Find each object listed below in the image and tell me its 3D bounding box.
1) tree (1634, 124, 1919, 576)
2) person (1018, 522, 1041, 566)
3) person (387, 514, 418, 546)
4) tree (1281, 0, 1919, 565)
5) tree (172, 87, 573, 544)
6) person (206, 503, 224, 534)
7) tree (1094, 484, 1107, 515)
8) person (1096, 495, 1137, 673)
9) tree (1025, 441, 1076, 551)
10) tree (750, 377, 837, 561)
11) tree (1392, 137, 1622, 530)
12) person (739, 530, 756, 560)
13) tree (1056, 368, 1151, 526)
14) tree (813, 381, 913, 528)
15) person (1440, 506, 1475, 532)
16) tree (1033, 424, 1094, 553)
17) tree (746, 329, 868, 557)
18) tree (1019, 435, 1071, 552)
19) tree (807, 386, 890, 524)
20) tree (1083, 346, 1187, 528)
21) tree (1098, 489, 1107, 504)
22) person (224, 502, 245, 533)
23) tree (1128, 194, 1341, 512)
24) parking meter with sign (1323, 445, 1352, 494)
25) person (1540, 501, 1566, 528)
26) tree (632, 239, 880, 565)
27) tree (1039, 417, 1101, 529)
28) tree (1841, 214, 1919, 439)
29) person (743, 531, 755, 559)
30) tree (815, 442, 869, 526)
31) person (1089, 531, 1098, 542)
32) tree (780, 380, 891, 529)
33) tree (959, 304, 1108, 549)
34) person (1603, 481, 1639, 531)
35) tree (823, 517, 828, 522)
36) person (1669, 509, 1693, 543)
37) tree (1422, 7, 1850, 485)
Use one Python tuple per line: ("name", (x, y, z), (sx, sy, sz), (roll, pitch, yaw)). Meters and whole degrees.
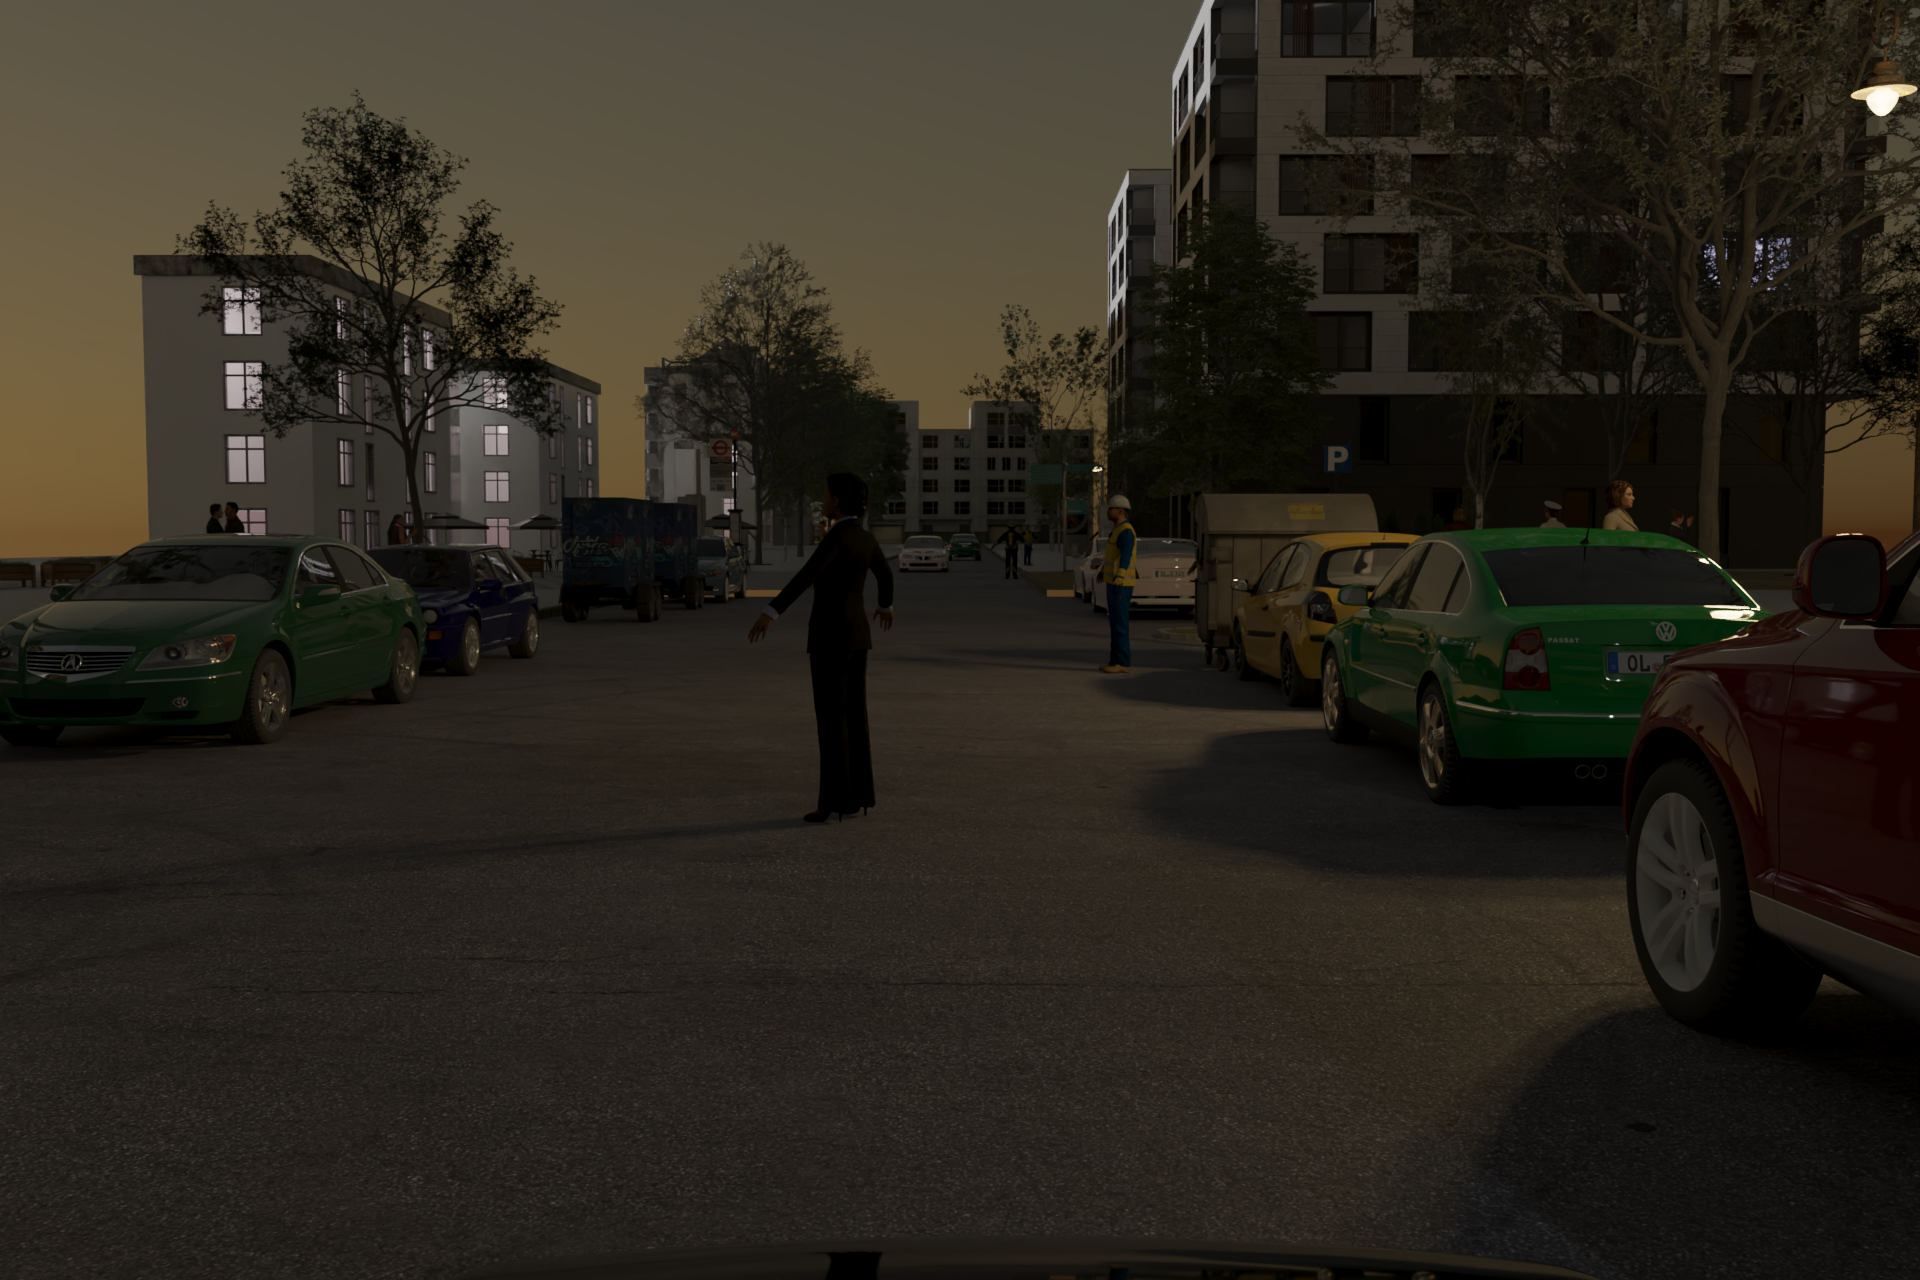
("tree", (25.781, -8.704, 52.688), (12.009, 13.543, 11.850), (0, 3, 0))
("person", (2.810, -3.914, 70.458), (1.216, 1.772, 0.721), (-3, 5, -41))
("person", (-10.146, -1.471, 31.568), (0.593, 1.643, 0.415), (0, 4, -5))
("tree", (9.645, -6.827, 21.996), (12.009, 13.543, 11.850), (0, 3, 0))
("tree", (-11.714, -6.254, 36.667), (7.601, 10.594, 8.767), (1, 4, 21))
("person", (-13.112, -1.503, 30.630), (0.704, 1.823, 1.345), (-2, 4, -29))
("tree", (20.393, -17.501, 236.510), (4.360, 8.622, 3.978), (0, 3, 0))
("person", (1.617, -0.583, 17.965), (0.705, 1.833, 1.349), (0, 4, -3))
("tree", (7.007, -11.212, 133.685), (4.737, 8.622, 4.395), (0, 3, 0))
("tree", (-8.380, -7.980, 80.843), (4.360, 8.622, 3.978), (0, 3, 0))
("tree", (9.738, -5.061, 33.117), (4.360, 8.622, 3.978), (0, 3, 0))
("person", (-9.350, -4.213, 75.066), (1.347, 1.806, 0.705), (1, 4, 9))
("tree", (6.821, -7.718, 76.559), (4.360, 8.622, 3.978), (0, 3, 0))
("tree", (-8.467, -14.628, 145.828), (9.857, 13.997, 8.962), (0, 3, 0))
("person", (8.042, -1.298, 28.025), (1.215, 1.729, 0.721), (0, 4, 5))
("tree", (6.912, -10.152, 116.346), (4.737, 8.622, 4.395), (0, 3, 0))
("tree", (-8.565, -10.861, 95.703), (7.486, 12.596, 7.792), (0, 3, 0))
("tree", (6.555, -10.750, 126.129), (4.737, 8.622, 4.395), (0, 3, 0))
("tree", (-8.855, -13.069, 131.811), (7.486, 12.596, 7.792), (0, 3, 0))
("tree", (6.644, -7.200, 68.079), (4.360, 8.622, 3.978), (0, 3, 0))
("tree", (20.565, -17.245, 232.318), (4.737, 8.622, 4.395), (0, 3, 0))
("person", (-12.081, -1.386, 28.726), (0.705, 1.821, 1.348), (-3, 5, -41))
("tree", (9.200, -8.587, 58.528), (7.486, 12.596, 7.792), (0, 3, 0))
("parking meter with sign", (7.355, -2.250, 33.056), (0.543, 3.016, 1.738), (0, 4, 0))
("person", (8.773, -1.189, 25.896), (1.216, 1.778, 0.721), (-1, 4, -21))
("tree", (-8.214, -9.852, 71.448), (12.009, 13.543, 11.850), (0, 3, 0))
("tree", (7.029, -9.671, 108.490), (4.360, 8.622, 3.978), (0, 3, 0))
("tree", (24.665, -6.509, 40.835), (7.601, 10.594, 8.767), (0, 4, 3))
("person", (-9.756, -4.420, 78.209), (1.347, 1.837, 0.705), (1, 4, 20))
("tree", (-8.207, -10.490, 121.880), (4.737, 8.622, 4.395), (0, 3, 0))
("person", (6.207, -4.178, 74.531), (1.346, 1.802, 0.704), (0, 4, 7))
("tree", (-8.172, -11.227, 109.321), (9.928, 11.665, 9.643), (0, 3, 0))
("tree", (6.252, -17.637, 144.258), (12.611, 20.169, 13.585), (0, 3, 0))
("person", (5.740, -0.496, 14.867), (0.721, 1.744, 1.215), (2, 4, 34))
("tree", (-20.050, -19.313, 233.899), (7.486, 12.596, 7.792), (0, 3, 0))
("person", (12.855, -1.463, 30.769), (0.445, 1.727, 0.742), (-1, 4, -17))
("tree", (15.587, -7.977, 40.786), (12.009, 13.543, 11.850), (0, 3, 0))
